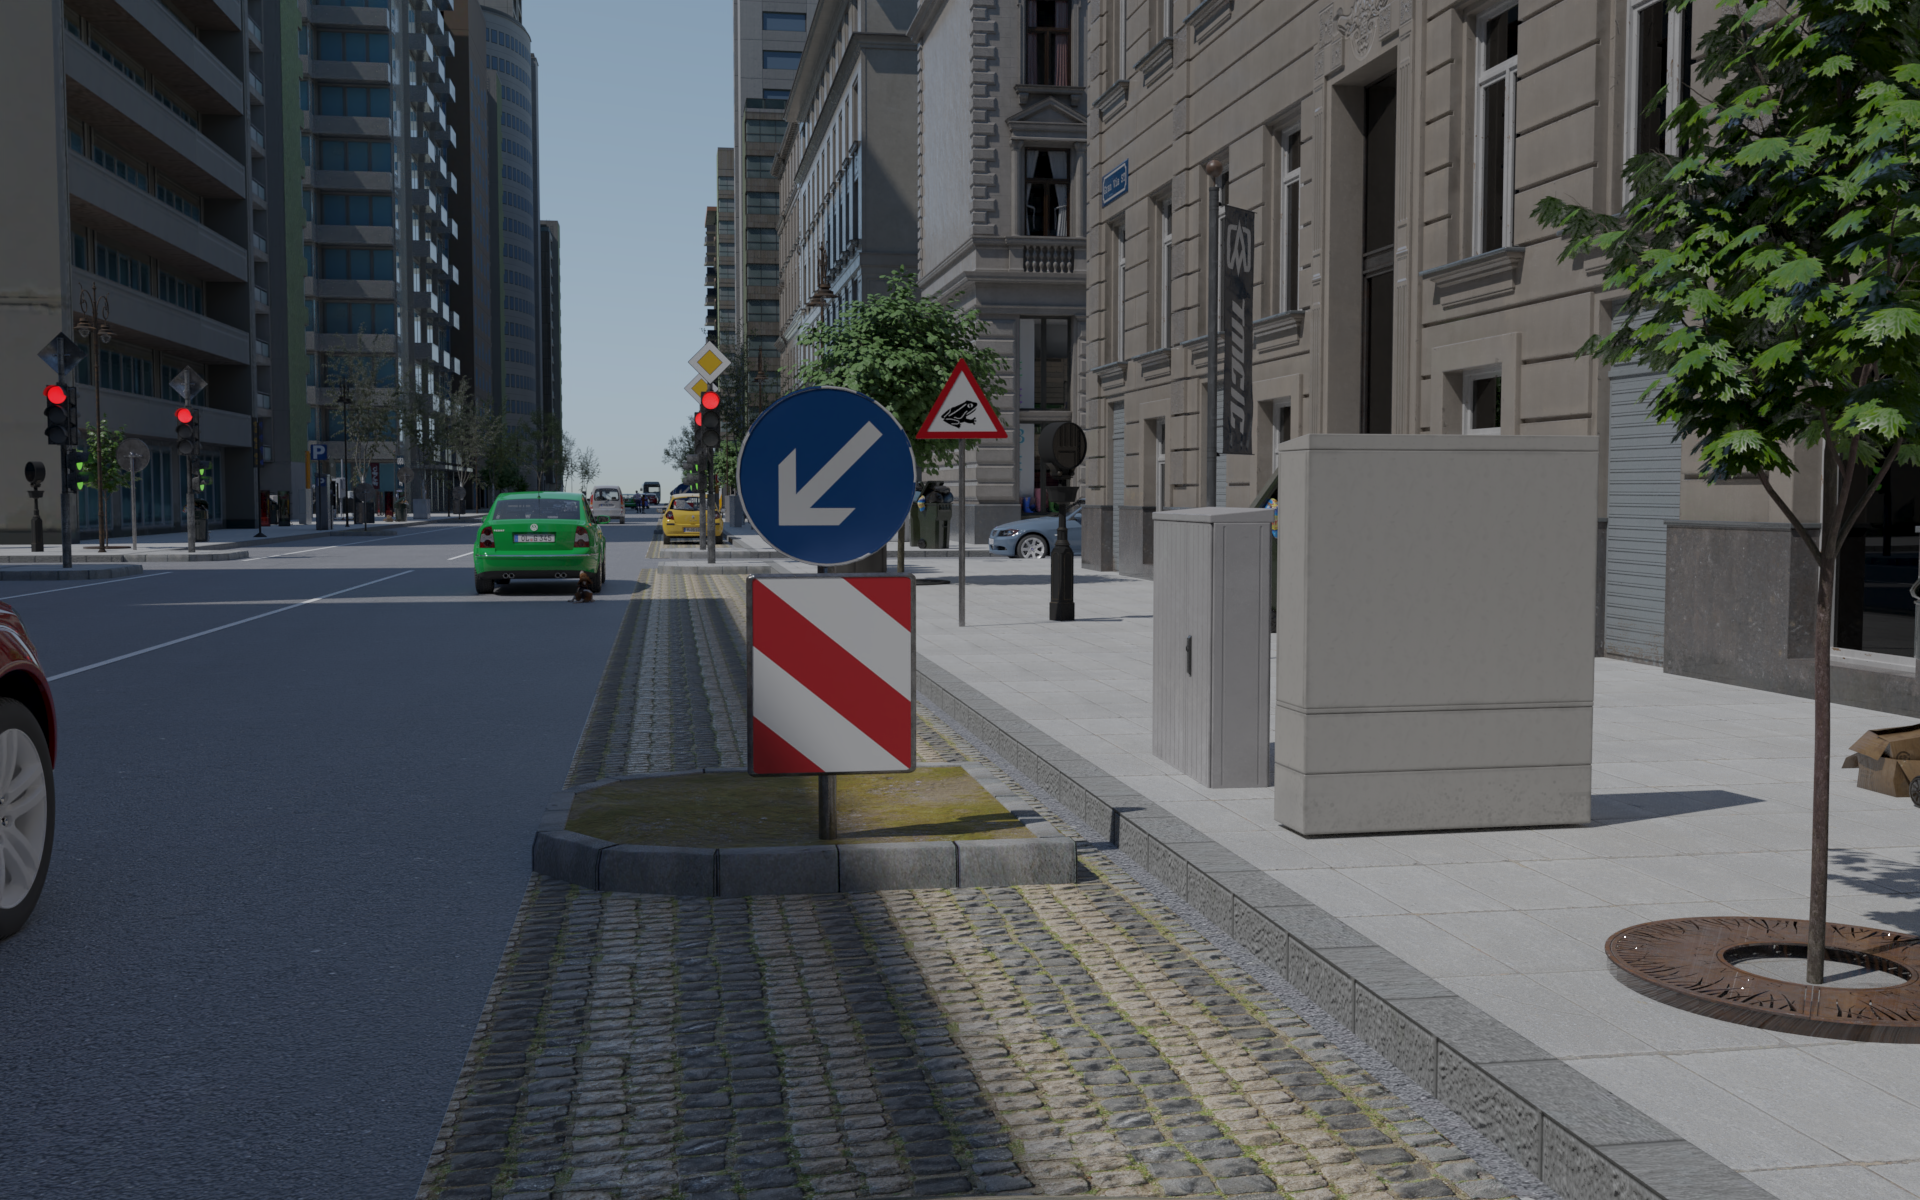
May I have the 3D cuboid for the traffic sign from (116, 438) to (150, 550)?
[{"bbox_3d":[-18.886,-2.413,39.564,0.768,2.556,0.104,0,4,-2],"label":"traffic sign"}]

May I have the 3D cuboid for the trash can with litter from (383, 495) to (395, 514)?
[{"bbox_3d":[-36.218,-6.041,109.829,2.233,1.210,1.678,-2,4,-24],"label":"trash can with litter"}]

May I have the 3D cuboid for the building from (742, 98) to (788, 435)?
[{"bbox_3d":[-9.366,-21.963,130.793,14.160,30.474,14.107,-1,4,-10],"label":"building"}]

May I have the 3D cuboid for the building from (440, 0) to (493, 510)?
[{"bbox_3d":[-47.750,-30.389,146.965,14.600,45.320,14.200,-1,4,-10],"label":"building"}]

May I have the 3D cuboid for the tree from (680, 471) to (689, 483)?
[{"bbox_3d":[-24.643,-11.357,169.401,4.285,4.588,4.351,0,3,0],"label":"tree"}]

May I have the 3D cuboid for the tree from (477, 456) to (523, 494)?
[{"bbox_3d":[-35.296,-9.128,132.959,4.285,4.588,4.351,0,3,0],"label":"tree"}]

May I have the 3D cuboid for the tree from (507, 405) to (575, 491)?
[{"bbox_3d":[-44.629,-15.206,183.033,8.767,10.594,7.601,0,4,-3],"label":"tree"}]

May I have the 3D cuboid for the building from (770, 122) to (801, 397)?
[{"bbox_3d":[-4.347,-18.730,103.497,12.463,27.353,25.104,-1,4,-10],"label":"building"}]

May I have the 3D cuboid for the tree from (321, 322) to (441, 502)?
[{"bbox_3d":[-25.755,-7.633,75.162,4.360,8.622,3.978,0,3,0],"label":"tree"}]

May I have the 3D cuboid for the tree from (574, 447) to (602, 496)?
[{"bbox_3d":[-57.123,-19.243,264.979,4.737,8.622,4.395,0,3,0],"label":"tree"}]

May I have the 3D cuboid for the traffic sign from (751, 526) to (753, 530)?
[{"bbox_3d":[-7.484,-3.806,62.334,0.768,2.556,0.104,0,4,-2],"label":"traffic sign"}]

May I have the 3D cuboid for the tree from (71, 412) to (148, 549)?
[{"bbox_3d":[-19.950,-2.820,40.716,1.663,3.219,1.824,0,3,0],"label":"tree"}]

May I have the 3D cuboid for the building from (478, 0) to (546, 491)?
[{"bbox_3d":[-66.660,-48.517,231.508,20.563,71.187,20.611,-1,4,-10],"label":"building"}]

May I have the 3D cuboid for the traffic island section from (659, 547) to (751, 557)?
[{"bbox_3d":[-5.891,-1.075,39.854,2.009,0.180,2.903,-1,4,-10],"label":"traffic island section"}]

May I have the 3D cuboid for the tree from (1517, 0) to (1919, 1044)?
[{"bbox_3d":[2.206,-0.594,4.318,1.663,3.219,1.824,0,3,0],"label":"tree"}]

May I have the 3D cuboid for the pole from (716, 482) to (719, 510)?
[{"bbox_3d":[-14.140,-6.544,100.845,0.158,3.312,0.155,0,3,0],"label":"pole"}]

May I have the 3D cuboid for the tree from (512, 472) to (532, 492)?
[{"bbox_3d":[-38.219,-9.561,150.915,1.663,3.219,1.824,0,3,0],"label":"tree"}]

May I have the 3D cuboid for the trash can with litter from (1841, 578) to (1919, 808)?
[{"bbox_3d":[4.056,0.260,7.141,0.624,1.170,1.055,0,4,-7],"label":"trash can with litter"}]

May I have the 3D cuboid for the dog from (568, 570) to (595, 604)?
[{"bbox_3d":[-5.092,-0.175,23.062,0.550,0.427,0.748,2,4,27],"label":"dog"}]

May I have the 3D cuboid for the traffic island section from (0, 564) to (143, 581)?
[{"bbox_3d":[-15.552,-0.481,30.139,2.009,0.180,2.903,-1,4,-10],"label":"traffic island section"}]

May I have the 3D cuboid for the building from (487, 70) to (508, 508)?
[{"bbox_3d":[-50.187,-29.205,161.093,14.154,41.232,14.086,-1,4,-10],"label":"building"}]

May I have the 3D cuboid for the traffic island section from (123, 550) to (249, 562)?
[{"bbox_3d":[-16.879,-0.962,38.014,2.009,0.180,2.903,-1,4,-10],"label":"traffic island section"}]

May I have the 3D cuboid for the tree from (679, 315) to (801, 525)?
[{"bbox_3d":[-8.872,-7.398,71.316,4.360,8.622,3.978,0,3,0],"label":"tree"}]

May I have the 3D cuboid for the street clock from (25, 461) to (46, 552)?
[{"bbox_3d":[-20.456,-2.066,38.352,0.471,2.002,0.358,2,4,34],"label":"street clock"}]

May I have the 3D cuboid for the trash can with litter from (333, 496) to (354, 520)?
[{"bbox_3d":[-30.410,-4.520,84.954,2.233,1.210,1.678,-2,4,-27],"label":"trash can with litter"}]

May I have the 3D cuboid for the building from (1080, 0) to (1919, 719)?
[{"bbox_3d":[9.666,-13.507,18.096,12.463,27.353,25.104,-1,4,-10],"label":"building"}]

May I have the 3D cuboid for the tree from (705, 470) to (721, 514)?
[{"bbox_3d":[-15.865,-7.143,111.395,1.663,3.219,1.824,0,3,0],"label":"tree"}]

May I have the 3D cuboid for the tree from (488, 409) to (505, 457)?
[{"bbox_3d":[-30.292,-9.503,105.731,4.360,8.622,3.978,0,3,0],"label":"tree"}]

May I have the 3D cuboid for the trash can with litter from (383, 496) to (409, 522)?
[{"bbox_3d":[-25.847,-4.156,79.331,1.055,1.170,0.624,-3,4,-36],"label":"trash can with litter"}]

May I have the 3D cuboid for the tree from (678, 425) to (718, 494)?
[{"bbox_3d":[-26.995,-14.006,179.367,4.737,8.622,4.395,0,3,0],"label":"tree"}]

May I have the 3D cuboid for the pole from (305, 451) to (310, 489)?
[{"bbox_3d":[-30.893,-5.397,82.082,0.158,3.312,0.155,0,3,0],"label":"pole"}]

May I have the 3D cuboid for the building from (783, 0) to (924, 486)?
[{"bbox_3d":[1.290,-14.875,76.491,16.112,22.955,30.059,-1,4,-10],"label":"building"}]

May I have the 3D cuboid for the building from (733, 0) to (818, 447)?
[{"bbox_3d":[-9.266,-37.318,152.150,21.231,58.520,28.212,-1,4,-10],"label":"building"}]

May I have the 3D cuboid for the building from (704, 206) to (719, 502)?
[{"bbox_3d":[-26.910,-36.978,259.218,22.147,44.769,28.867,-1,4,-10],"label":"building"}]

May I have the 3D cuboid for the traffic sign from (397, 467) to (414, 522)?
[{"bbox_3d":[-25.719,-4.908,80.348,0.768,2.556,0.104,0,4,-5],"label":"traffic sign"}]

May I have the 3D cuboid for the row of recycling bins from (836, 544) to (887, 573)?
[{"bbox_3d":[-1.795,-1.347,29.143,1.069,1.692,3.534,-1,4,-9],"label":"row of recycling bins"}]

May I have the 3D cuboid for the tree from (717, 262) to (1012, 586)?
[{"bbox_3d":[-0.936,-2.510,24.745,4.285,4.588,4.351,0,3,0],"label":"tree"}]

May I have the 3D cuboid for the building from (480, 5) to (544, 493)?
[{"bbox_3d":[-62.084,-40.731,207.955,21.231,58.520,28.212,-1,4,-10],"label":"building"}]

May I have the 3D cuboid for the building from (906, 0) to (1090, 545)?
[{"bbox_3d":[8.685,-13.496,49.540,19.941,23.489,11.050,-1,4,-10],"label":"building"}]

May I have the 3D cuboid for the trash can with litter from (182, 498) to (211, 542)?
[{"bbox_3d":[-20.463,-2.146,46.479,0.624,1.170,1.055,-1,4,-17],"label":"trash can with litter"}]

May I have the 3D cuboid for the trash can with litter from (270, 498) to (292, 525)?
[{"bbox_3d":[-28.477,-3.724,72.279,1.055,1.170,0.624,-2,4,-31],"label":"trash can with litter"}]

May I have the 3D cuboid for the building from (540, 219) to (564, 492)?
[{"bbox_3d":[-65.210,-34.679,250.589,14.154,41.232,14.086,-1,4,-10],"label":"building"}]

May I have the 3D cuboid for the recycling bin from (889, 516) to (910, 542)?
[{"bbox_3d":[-1.695,-2.077,46.517,0.722,1.027,0.722,2,4,23],"label":"recycling bin"}]

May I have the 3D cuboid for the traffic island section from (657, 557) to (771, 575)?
[{"bbox_3d":[-4.564,-0.593,31.980,2.009,0.180,2.903,-1,4,-10],"label":"traffic island section"}]

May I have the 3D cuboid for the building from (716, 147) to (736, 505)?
[{"bbox_3d":[-22.036,-32.072,207.973,14.154,41.232,14.086,-1,4,-10],"label":"building"}]

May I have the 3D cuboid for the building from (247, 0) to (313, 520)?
[{"bbox_3d":[-39.801,-24.362,81.919,14.154,41.232,14.086,-1,4,-10],"label":"building"}]

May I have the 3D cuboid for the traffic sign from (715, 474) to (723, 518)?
[{"bbox_3d":[-12.887,-5.739,93.931,0.768,2.556,0.104,0,4,-6],"label":"traffic sign"}]

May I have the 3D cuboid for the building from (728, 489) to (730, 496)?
[{"bbox_3d":[-13.401,-45.190,177.104,20.563,71.187,20.611,-1,4,-10],"label":"building"}]

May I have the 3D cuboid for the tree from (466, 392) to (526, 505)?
[{"bbox_3d":[-33.769,-10.741,125.981,4.737,8.622,4.395,0,3,0],"label":"tree"}]

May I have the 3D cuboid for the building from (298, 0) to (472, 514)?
[{"bbox_3d":[-48.524,-30.857,124.122,23.786,49.044,30.456,-1,4,-10],"label":"building"}]

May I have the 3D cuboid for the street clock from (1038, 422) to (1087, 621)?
[{"bbox_3d":[1.036,-0.793,17.531,0.471,2.002,0.358,-3,4,-38],"label":"street clock"}]

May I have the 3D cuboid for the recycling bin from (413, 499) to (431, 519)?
[{"bbox_3d":[-27.524,-4.649,88.562,0.722,1.027,0.722,0,4,-3],"label":"recycling bin"}]

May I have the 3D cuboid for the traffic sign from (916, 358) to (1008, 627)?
[{"bbox_3d":[0.018,-1.020,16.686,0.884,2.594,0.081,0,4,0],"label":"traffic sign"}]

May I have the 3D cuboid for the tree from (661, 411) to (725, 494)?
[{"bbox_3d":[-29.826,-15.991,195.871,8.767,10.594,7.601,0,4,3],"label":"tree"}]

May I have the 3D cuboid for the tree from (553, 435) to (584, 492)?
[{"bbox_3d":[-48.127,-15.960,211.300,4.360,8.622,3.978,0,3,0],"label":"tree"}]

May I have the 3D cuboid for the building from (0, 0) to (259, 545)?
[{"bbox_3d":[-34.855,-26.136,51.028,21.300,48.544,21.600,-1,4,-10],"label":"building"}]

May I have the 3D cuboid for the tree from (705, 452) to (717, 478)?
[{"bbox_3d":[-11.380,-6.505,90.063,4.285,4.588,4.351,0,3,0],"label":"tree"}]

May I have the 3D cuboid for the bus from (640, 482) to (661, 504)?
[{"bbox_3d":[-46.536,-16.255,260.630,2.948,3.499,13.247,-1,4,-12],"label":"bus"}]

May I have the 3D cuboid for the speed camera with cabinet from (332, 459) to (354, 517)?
[{"bbox_3d":[-35.069,-6.419,99.283,0.660,3.252,2.038,1,4,21],"label":"speed camera with cabinet"}]
